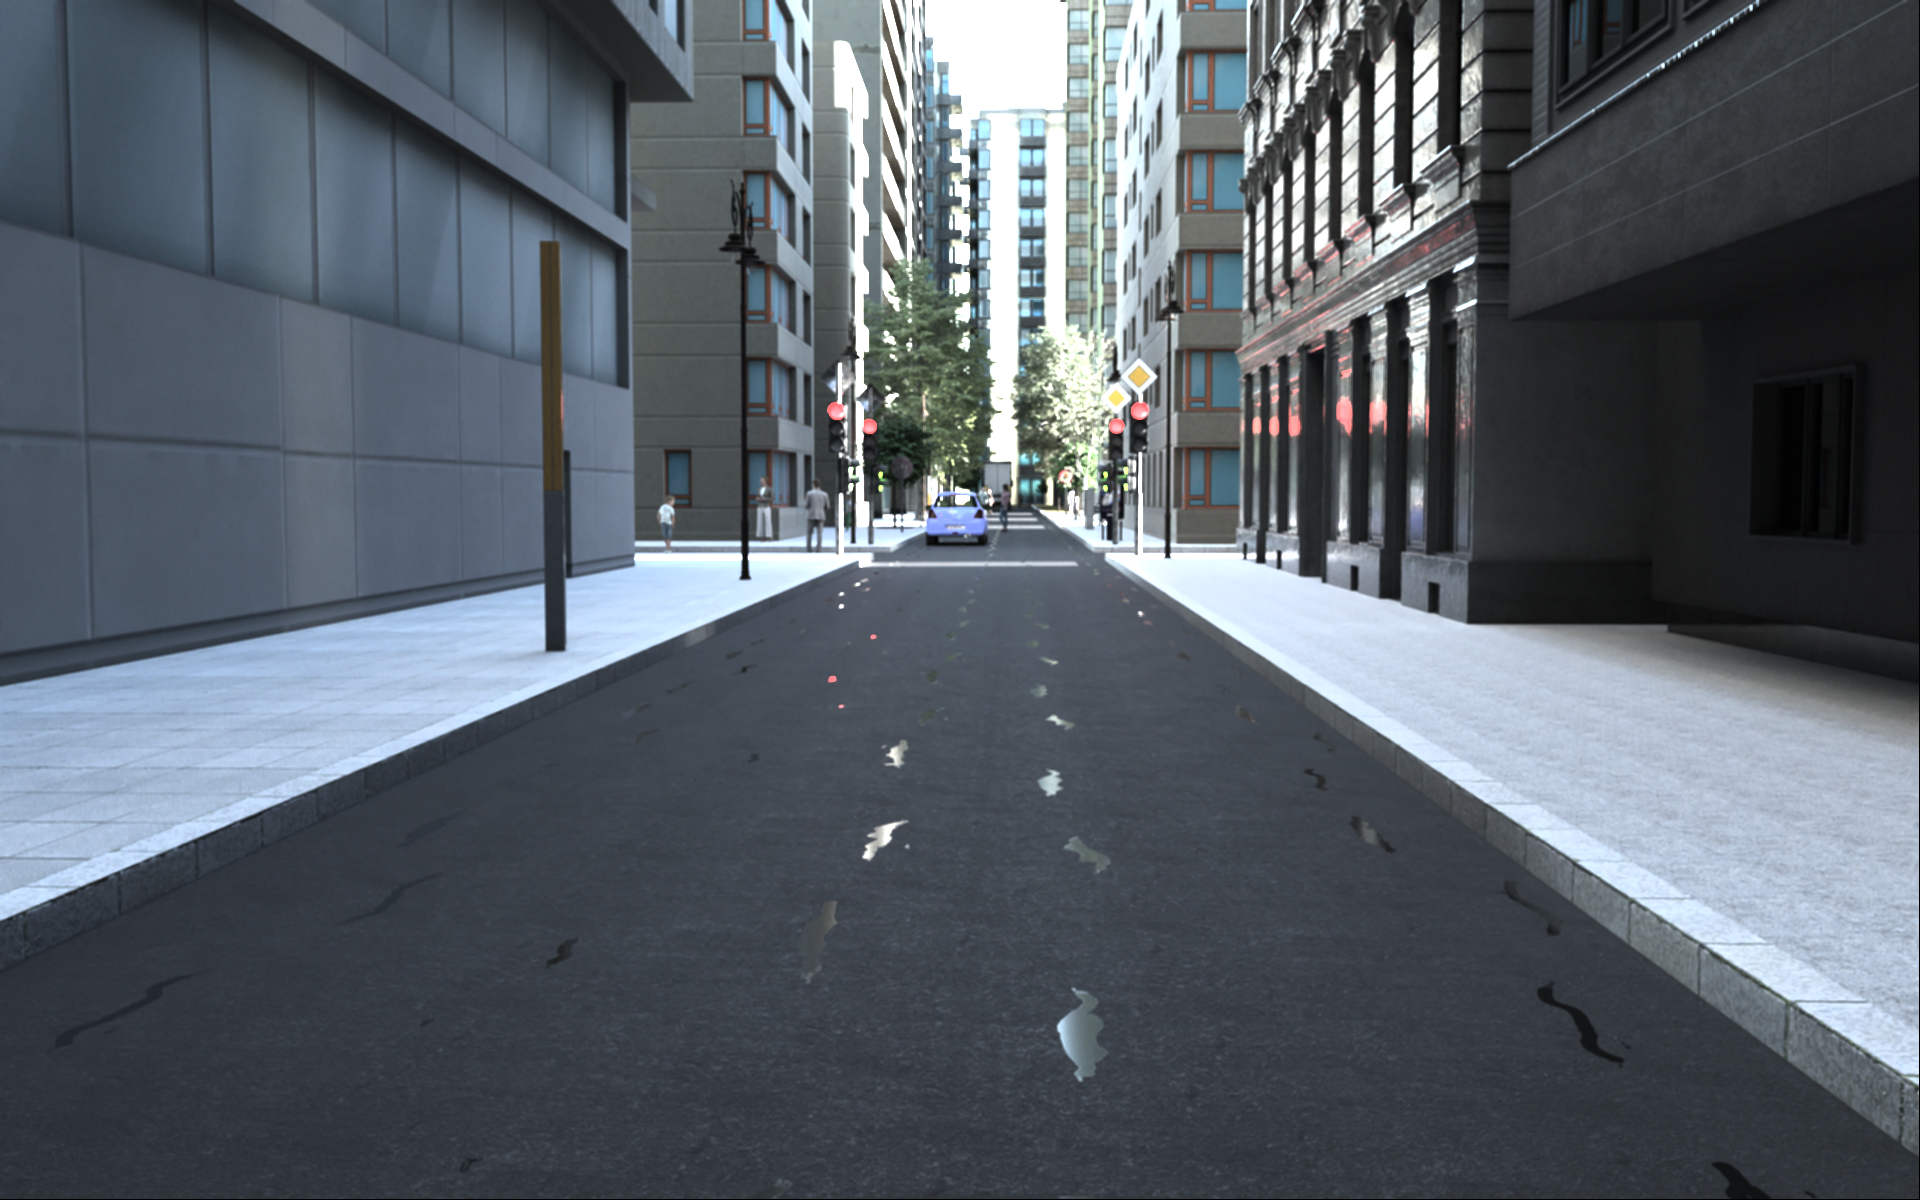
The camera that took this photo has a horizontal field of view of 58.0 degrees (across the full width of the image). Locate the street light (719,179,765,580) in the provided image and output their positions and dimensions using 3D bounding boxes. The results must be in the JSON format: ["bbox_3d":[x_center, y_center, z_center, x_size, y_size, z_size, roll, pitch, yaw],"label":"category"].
[{"bbox_3d":[-3.228,-3.246,25.859,0.468,5.910,1.993,0,4,2],"label":"street light"}]

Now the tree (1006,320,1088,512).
[{"bbox_3d":[7.933,-13.411,125.923,9.857,13.997,8.962,0,3,0],"label":"tree"}]

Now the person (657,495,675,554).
[{"bbox_3d":[-6.290,-1.616,37.145,0.332,1.250,0.352,3,5,43],"label":"person"}]

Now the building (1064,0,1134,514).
[{"bbox_3d":[15.364,-27.805,138.203,14.154,41.232,14.086,0,4,2],"label":"building"}]

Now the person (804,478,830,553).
[{"bbox_3d":[-3.394,-1.955,40.661,0.606,1.804,0.583,-1,4,-21],"label":"person"}]

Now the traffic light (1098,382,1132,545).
[{"bbox_3d":[3.912,-3.351,43.716,0.839,4.253,0.868,0,4,2],"label":"traffic light"}]

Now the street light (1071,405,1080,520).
[{"bbox_3d":[5.759,-6.928,86.065,0.468,5.910,1.993,0,4,2],"label":"street light"}]

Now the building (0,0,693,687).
[{"bbox_3d":[-18.370,-26.257,18.548,27.495,52.752,28.713,0,4,2],"label":"building"}]

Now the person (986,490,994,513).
[{"bbox_3d":[2.197,-7.396,129.974,0.434,1.755,0.990,-3,4,-39],"label":"person"}]

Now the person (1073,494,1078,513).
[{"bbox_3d":[7.989,-6.662,119.240,0.394,1.301,0.425,2,4,34],"label":"person"}]

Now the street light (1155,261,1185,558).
[{"bbox_3d":[4.155,-3.773,34.475,0.468,5.910,1.993,0,4,2],"label":"street light"}]

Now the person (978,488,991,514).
[{"bbox_3d":[1.284,-5.096,92.299,0.782,1.767,0.515,1,4,11],"label":"person"}]

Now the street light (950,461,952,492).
[{"bbox_3d":[-0.575,-8.371,109.655,0.468,5.910,1.993,0,4,2],"label":"street light"}]

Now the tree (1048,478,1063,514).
[{"bbox_3d":[6.874,-7.094,110.584,1.663,3.219,1.824,0,3,0],"label":"tree"}]

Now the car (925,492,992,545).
[{"bbox_3d":[-0.062,-2.458,49.772,1.945,1.707,3.694,0,4,2],"label":"car"}]

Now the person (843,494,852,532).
[{"bbox_3d":[-3.767,-2.975,58.936,0.306,1.304,0.590,3,4,38],"label":"person"}]

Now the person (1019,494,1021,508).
[{"bbox_3d":[6.023,-9.935,174.203,0.557,1.426,1.065,0,4,-6],"label":"person"}]

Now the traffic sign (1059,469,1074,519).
[{"bbox_3d":[5.480,-5.465,89.462,0.768,2.556,0.104,0,4,2],"label":"traffic sign"}]

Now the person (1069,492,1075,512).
[{"bbox_3d":[7.959,-7.071,121.517,0.599,1.838,0.709,2,4,29],"label":"person"}]

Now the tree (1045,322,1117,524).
[{"bbox_3d":[5.517,-7.631,75.127,4.360,8.622,3.978,0,3,0],"label":"tree"}]

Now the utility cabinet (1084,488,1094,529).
[{"bbox_3d":[4.694,-3.337,63.241,0.318,1.500,1.173,0,4,0],"label":"utility cabinet"}]

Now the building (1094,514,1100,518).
[{"bbox_3d":[15.192,-26.146,111.080,14.154,41.232,14.086,0,4,2],"label":"building"}]

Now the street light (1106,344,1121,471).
[{"bbox_3d":[4.775,-4.931,53.405,0.468,5.910,1.993,0,4,2],"label":"street light"}]

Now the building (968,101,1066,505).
[{"bbox_3d":[15.139,-36.339,213.745,30.456,49.044,23.786,0,4,2],"label":"building"}]

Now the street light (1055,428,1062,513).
[{"bbox_3d":[6.748,-8.909,118.445,0.468,5.910,1.993,0,4,2],"label":"street light"}]

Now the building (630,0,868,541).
[{"bbox_3d":[-18.298,-13.232,61.388,27.650,21.520,28.899,0,4,2],"label":"building"}]

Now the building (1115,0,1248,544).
[{"bbox_3d":[20.425,-12.968,57.060,28.899,21.520,27.650,0,4,2],"label":"building"}]

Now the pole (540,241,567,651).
[{"bbox_3d":[-3.313,-1.240,14.111,0.158,3.312,0.155,0,3,0],"label":"pole"}]

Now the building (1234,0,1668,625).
[{"bbox_3d":[9.960,-10.767,25.189,9.793,20.994,18.267,0,4,2],"label":"building"}]

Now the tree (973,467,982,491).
[{"bbox_3d":[0.620,-11.119,165.509,4.285,4.588,4.351,0,3,0],"label":"tree"}]

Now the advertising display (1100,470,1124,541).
[{"bbox_3d":[4.186,-2.597,47.677,0.123,1.923,0.974,-2,4,-31],"label":"advertising display"}]

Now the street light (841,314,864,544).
[{"bbox_3d":[-2.770,-4.403,44.778,0.468,5.910,1.993,0,4,2],"label":"street light"}]

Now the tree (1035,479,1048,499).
[{"bbox_3d":[8.805,-11.494,182.535,1.663,3.219,1.824,0,3,0],"label":"tree"}]

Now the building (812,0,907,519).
[{"bbox_3d":[-14.362,-29.087,99.280,21.300,48.544,21.600,0,4,2],"label":"building"}]

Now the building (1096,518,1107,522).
[{"bbox_3d":[13.822,-24.608,85.941,14.154,41.232,14.086,0,4,2],"label":"building"}]

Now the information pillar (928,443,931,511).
[{"bbox_3d":[-1.394,-5.357,78.940,0.183,3.616,0.504,0,4,3],"label":"information pillar"}]

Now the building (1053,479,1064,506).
[{"bbox_3d":[20.317,-45.484,181.915,20.563,71.187,20.611,0,4,2],"label":"building"}]

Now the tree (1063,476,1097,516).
[{"bbox_3d":[7.352,-6.503,100.917,1.663,3.219,1.824,0,3,0],"label":"tree"}]

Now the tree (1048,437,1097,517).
[{"bbox_3d":[6.751,-6.952,97.379,4.285,4.588,4.351,0,3,0],"label":"tree"}]

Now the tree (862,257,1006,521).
[{"bbox_3d":[-2.049,-10.126,83.686,7.486,12.596,7.792,0,3,0],"label":"tree"}]

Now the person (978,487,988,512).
[{"bbox_3d":[1.303,-5.567,99.625,0.635,1.810,0.391,-2,4,-30],"label":"person"}]

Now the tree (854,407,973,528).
[{"bbox_3d":[-2.386,-4.990,65.306,4.285,4.588,4.351,0,3,0],"label":"tree"}]

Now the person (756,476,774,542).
[{"bbox_3d":[-5.225,-2.414,46.066,0.519,1.759,0.362,2,4,26],"label":"person"}]

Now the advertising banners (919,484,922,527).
[{"bbox_3d":[-1.573,-4.417,68.409,0.090,3.025,2.074,0,4,-3],"label":"advertising banners"}]

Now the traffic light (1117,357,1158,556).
[{"bbox_3d":[3.662,-2.863,35.735,0.839,4.253,0.868,0,4,2],"label":"traffic light"}]

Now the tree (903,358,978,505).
[{"bbox_3d":[-1.250,-8.834,94.806,4.737,8.622,4.395,0,3,0],"label":"tree"}]

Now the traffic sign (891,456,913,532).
[{"bbox_3d":[-1.939,-3.530,57.825,0.768,2.556,0.104,0,4,6],"label":"traffic sign"}]

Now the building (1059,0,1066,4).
[{"bbox_3d":[23.688,-34.808,158.353,28.713,52.752,27.495,0,4,2],"label":"building"}]

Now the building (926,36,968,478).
[{"bbox_3d":[-14.945,-34.429,182.520,30.456,49.044,23.786,0,4,2],"label":"building"}]

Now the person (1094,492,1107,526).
[{"bbox_3d":[5.792,-3.926,70.408,0.728,1.800,0.709,2,4,29],"label":"person"}]

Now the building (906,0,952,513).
[{"bbox_3d":[-11.104,-43.464,148.894,20.563,71.187,20.611,0,4,2],"label":"building"}]

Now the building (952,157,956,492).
[{"bbox_3d":[-7.543,-32.208,210.202,14.086,41.232,14.154,0,4,2],"label":"building"}]

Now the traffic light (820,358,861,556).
[{"bbox_3d":[-2.497,-2.874,35.912,0.839,4.253,0.868,0,4,2],"label":"traffic light"}]

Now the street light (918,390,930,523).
[{"bbox_3d":[-1.611,-6.391,77.276,0.468,5.910,1.993,0,4,2],"label":"street light"}]

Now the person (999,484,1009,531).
[{"bbox_3d":[1.697,-3.555,66.627,0.388,1.821,0.555,-2,4,-28],"label":"person"}]

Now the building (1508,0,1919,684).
[{"bbox_3d":[11.557,-12.832,3.312,14.314,27.812,24.014,0,4,2],"label":"building"}]

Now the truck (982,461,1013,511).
[{"bbox_3d":[3.303,-9.996,152.347,2.839,4.237,11.283,0,4,1],"label":"truck"}]

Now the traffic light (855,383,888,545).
[{"bbox_3d":[-2.246,-3.362,43.893,0.839,4.253,0.868,0,4,2],"label":"traffic light"}]
